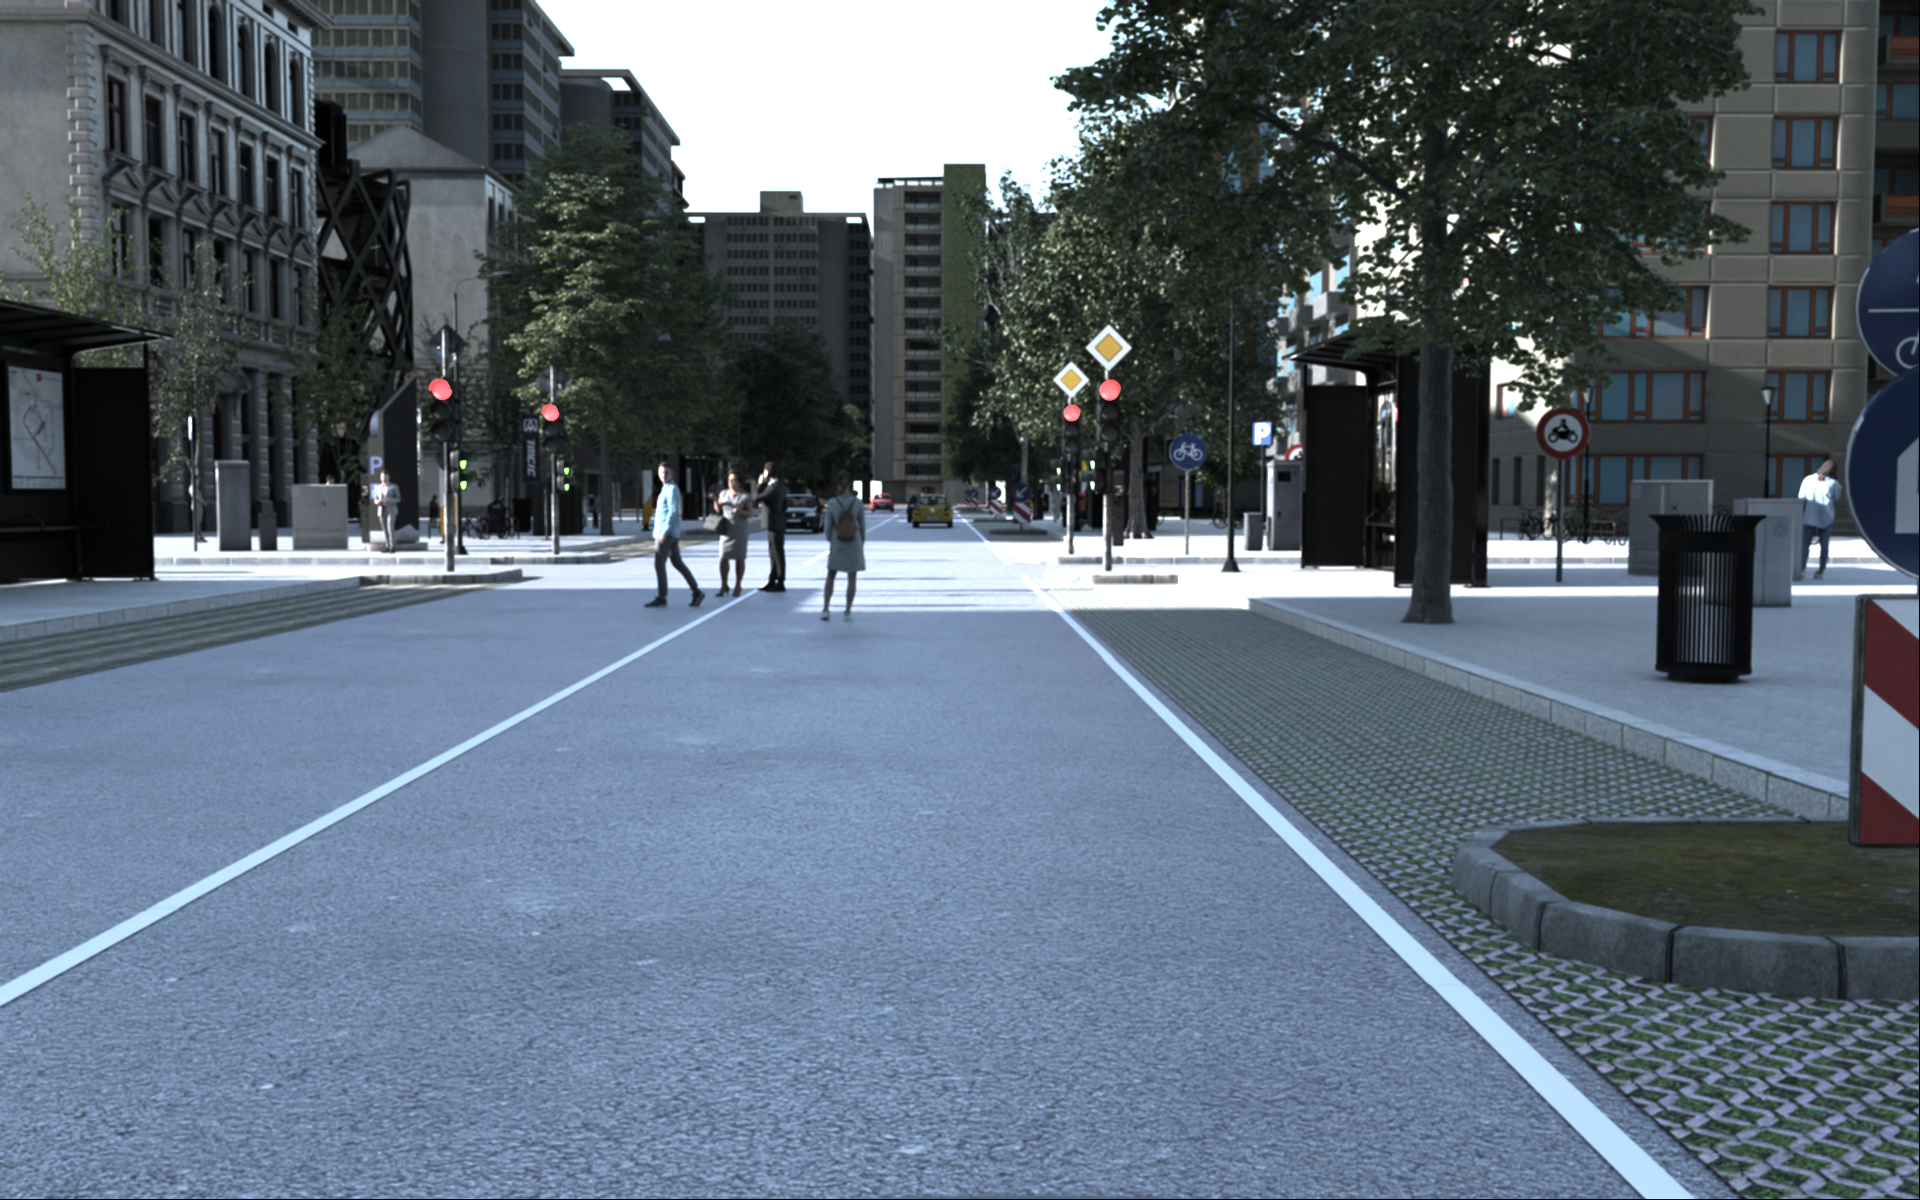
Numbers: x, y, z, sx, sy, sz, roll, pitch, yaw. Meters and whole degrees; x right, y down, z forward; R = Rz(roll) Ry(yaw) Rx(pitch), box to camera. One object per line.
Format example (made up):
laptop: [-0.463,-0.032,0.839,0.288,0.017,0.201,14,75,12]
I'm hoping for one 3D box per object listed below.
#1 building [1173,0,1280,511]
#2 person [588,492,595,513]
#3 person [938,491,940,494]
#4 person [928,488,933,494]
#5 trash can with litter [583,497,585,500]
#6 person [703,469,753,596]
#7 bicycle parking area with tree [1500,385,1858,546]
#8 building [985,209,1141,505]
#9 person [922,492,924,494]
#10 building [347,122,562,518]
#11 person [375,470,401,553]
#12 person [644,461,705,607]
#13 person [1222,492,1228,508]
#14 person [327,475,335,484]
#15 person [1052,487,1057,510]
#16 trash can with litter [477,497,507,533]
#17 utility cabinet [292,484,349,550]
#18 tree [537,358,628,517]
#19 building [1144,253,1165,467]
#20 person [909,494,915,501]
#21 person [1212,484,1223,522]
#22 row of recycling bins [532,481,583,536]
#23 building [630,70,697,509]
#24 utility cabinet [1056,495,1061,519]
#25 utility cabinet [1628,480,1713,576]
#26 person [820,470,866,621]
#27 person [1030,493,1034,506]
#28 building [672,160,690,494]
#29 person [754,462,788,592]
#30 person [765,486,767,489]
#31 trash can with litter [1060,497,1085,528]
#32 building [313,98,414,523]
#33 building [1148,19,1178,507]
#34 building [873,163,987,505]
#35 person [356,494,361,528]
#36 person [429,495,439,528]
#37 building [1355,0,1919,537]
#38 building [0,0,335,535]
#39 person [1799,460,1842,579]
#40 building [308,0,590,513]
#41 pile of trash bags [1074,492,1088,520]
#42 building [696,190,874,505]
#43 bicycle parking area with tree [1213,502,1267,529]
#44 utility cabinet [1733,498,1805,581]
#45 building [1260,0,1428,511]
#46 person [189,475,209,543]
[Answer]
building: [24.253,-29.475,132.026,14.600,45.320,14.200,0,4,-1]
person: [-25.148,-6.654,118.067,0.421,1.427,0.697,-2,4,-32]
person: [-2.036,-9.994,172.636,1.217,1.736,0.721,2,4,29]
person: [-1.952,-6.737,118.669,0.705,1.822,1.348,2,4,28]
trash can with litter: [-15.618,-3.580,69.918,1.055,1.170,0.624,-2,4,-30]
person: [-3.271,-0.940,24.235,0.716,1.782,0.532,1,4,14]
bicycle parking area with tree: [19.139,-3.626,46.294,8.231,4.147,9.016,0,4,5]
building: [15.120,-32.592,224.752,23.993,40.220,32.217,0,4,-1]
person: [-3.834,-10.481,180.664,0.445,1.727,0.742,-1,4,-13]
building: [-29.892,-15.412,101.130,9.793,20.994,18.267,0,4,-1]
person: [-12.512,-1.924,37.699,0.606,1.804,0.583,0,4,8]
person: [-3.627,-0.830,21.925,0.748,1.841,0.638,0,4,0]
person: [17.574,-6.624,115.267,0.541,1.710,0.530,1,4,19]
person: [-18.644,-2.758,51.100,0.822,1.834,0.622,-1,4,-19]
person: [7.545,-7.999,136.765,1.348,1.831,0.705,-3,5,-42]
trash can with litter: [-15.368,-2.767,56.630,1.055,1.170,0.624,1,4,16]
utility cabinet: [-14.590,-1.885,39.498,1.173,1.500,0.318,-1,4,-15]
tree: [-20.255,-8.474,88.918,4.737,8.622,4.395,0,3,0]
building: [24.394,-24.189,167.183,14.160,30.474,14.107,0,4,-1]
person: [-4.627,-9.975,174.816,0.991,1.433,0.599,-1,4,-18]
person: [11.766,-4.433,78.700,0.537,1.800,0.526,2,4,32]
row of recycling bins: [-12.684,-2.920,54.849,1.069,1.692,3.534,0,4,2]
building: [-38.494,-28.429,156.688,23.993,40.220,32.217,0,4,-1]
utility cabinet: [5.022,-4.790,89.473,0.306,1.237,1.020,0,4,8]
utility cabinet: [11.120,-1.128,27.127,1.173,1.500,0.318,3,4,37]
person: [-1.314,-0.620,19.645,0.512,1.701,0.522,-1,4,-13]
person: [7.447,-10.378,178.906,0.628,1.438,0.799,-1,4,-10]
building: [-49.523,-34.547,219.467,28.867,44.769,22.147,0,4,-1]
person: [-2.787,-1.076,25.450,0.474,1.900,0.648,0,4,0]
person: [-12.397,-6.435,111.525,0.850,1.792,0.678,0,4,-1]
trash can with litter: [4.361,-3.362,66.356,0.624,1.170,1.055,-3,5,-45]
building: [-33.829,-12.881,78.054,16.820,18.784,16.811,0,4,-1]
building: [27.120,-43.449,148.648,20.563,71.187,20.611,0,4,-1]
building: [-3.813,-32.601,216.627,14.086,41.232,14.154,0,4,-1]
person: [-22.713,-3.404,65.952,0.590,1.304,0.306,1,4,21]
person: [-19.757,-3.324,65.062,0.362,1.253,0.373,1,4,16]
building: [32.610,-13.470,65.272,28.899,21.520,27.650,0,4,-1]
building: [-30.326,-14.112,59.613,11.050,23.489,19.941,0,4,-1]
person: [12.913,-1.211,26.105,0.793,1.790,0.793,-1,4,-11]
building: [-41.929,-26.375,123.113,32.217,40.220,23.993,0,4,-1]
pile of trash bags: [6.132,-4.421,82.029,1.912,1.369,3.447,1,4,19]
building: [-23.153,-32.563,224.289,23.993,40.220,32.217,0,4,-1]
bicycle parking area with tree: [13.632,-4.818,65.774,9.016,4.147,8.231,2,4,31]
utility cabinet: [11.911,-0.880,25.554,1.020,1.237,0.306,-1,4,-16]
building: [29.822,-29.158,96.339,23.786,49.044,30.456,0,4,-1]
person: [-20.045,-2.410,45.722,0.520,1.790,0.573,3,4,38]
